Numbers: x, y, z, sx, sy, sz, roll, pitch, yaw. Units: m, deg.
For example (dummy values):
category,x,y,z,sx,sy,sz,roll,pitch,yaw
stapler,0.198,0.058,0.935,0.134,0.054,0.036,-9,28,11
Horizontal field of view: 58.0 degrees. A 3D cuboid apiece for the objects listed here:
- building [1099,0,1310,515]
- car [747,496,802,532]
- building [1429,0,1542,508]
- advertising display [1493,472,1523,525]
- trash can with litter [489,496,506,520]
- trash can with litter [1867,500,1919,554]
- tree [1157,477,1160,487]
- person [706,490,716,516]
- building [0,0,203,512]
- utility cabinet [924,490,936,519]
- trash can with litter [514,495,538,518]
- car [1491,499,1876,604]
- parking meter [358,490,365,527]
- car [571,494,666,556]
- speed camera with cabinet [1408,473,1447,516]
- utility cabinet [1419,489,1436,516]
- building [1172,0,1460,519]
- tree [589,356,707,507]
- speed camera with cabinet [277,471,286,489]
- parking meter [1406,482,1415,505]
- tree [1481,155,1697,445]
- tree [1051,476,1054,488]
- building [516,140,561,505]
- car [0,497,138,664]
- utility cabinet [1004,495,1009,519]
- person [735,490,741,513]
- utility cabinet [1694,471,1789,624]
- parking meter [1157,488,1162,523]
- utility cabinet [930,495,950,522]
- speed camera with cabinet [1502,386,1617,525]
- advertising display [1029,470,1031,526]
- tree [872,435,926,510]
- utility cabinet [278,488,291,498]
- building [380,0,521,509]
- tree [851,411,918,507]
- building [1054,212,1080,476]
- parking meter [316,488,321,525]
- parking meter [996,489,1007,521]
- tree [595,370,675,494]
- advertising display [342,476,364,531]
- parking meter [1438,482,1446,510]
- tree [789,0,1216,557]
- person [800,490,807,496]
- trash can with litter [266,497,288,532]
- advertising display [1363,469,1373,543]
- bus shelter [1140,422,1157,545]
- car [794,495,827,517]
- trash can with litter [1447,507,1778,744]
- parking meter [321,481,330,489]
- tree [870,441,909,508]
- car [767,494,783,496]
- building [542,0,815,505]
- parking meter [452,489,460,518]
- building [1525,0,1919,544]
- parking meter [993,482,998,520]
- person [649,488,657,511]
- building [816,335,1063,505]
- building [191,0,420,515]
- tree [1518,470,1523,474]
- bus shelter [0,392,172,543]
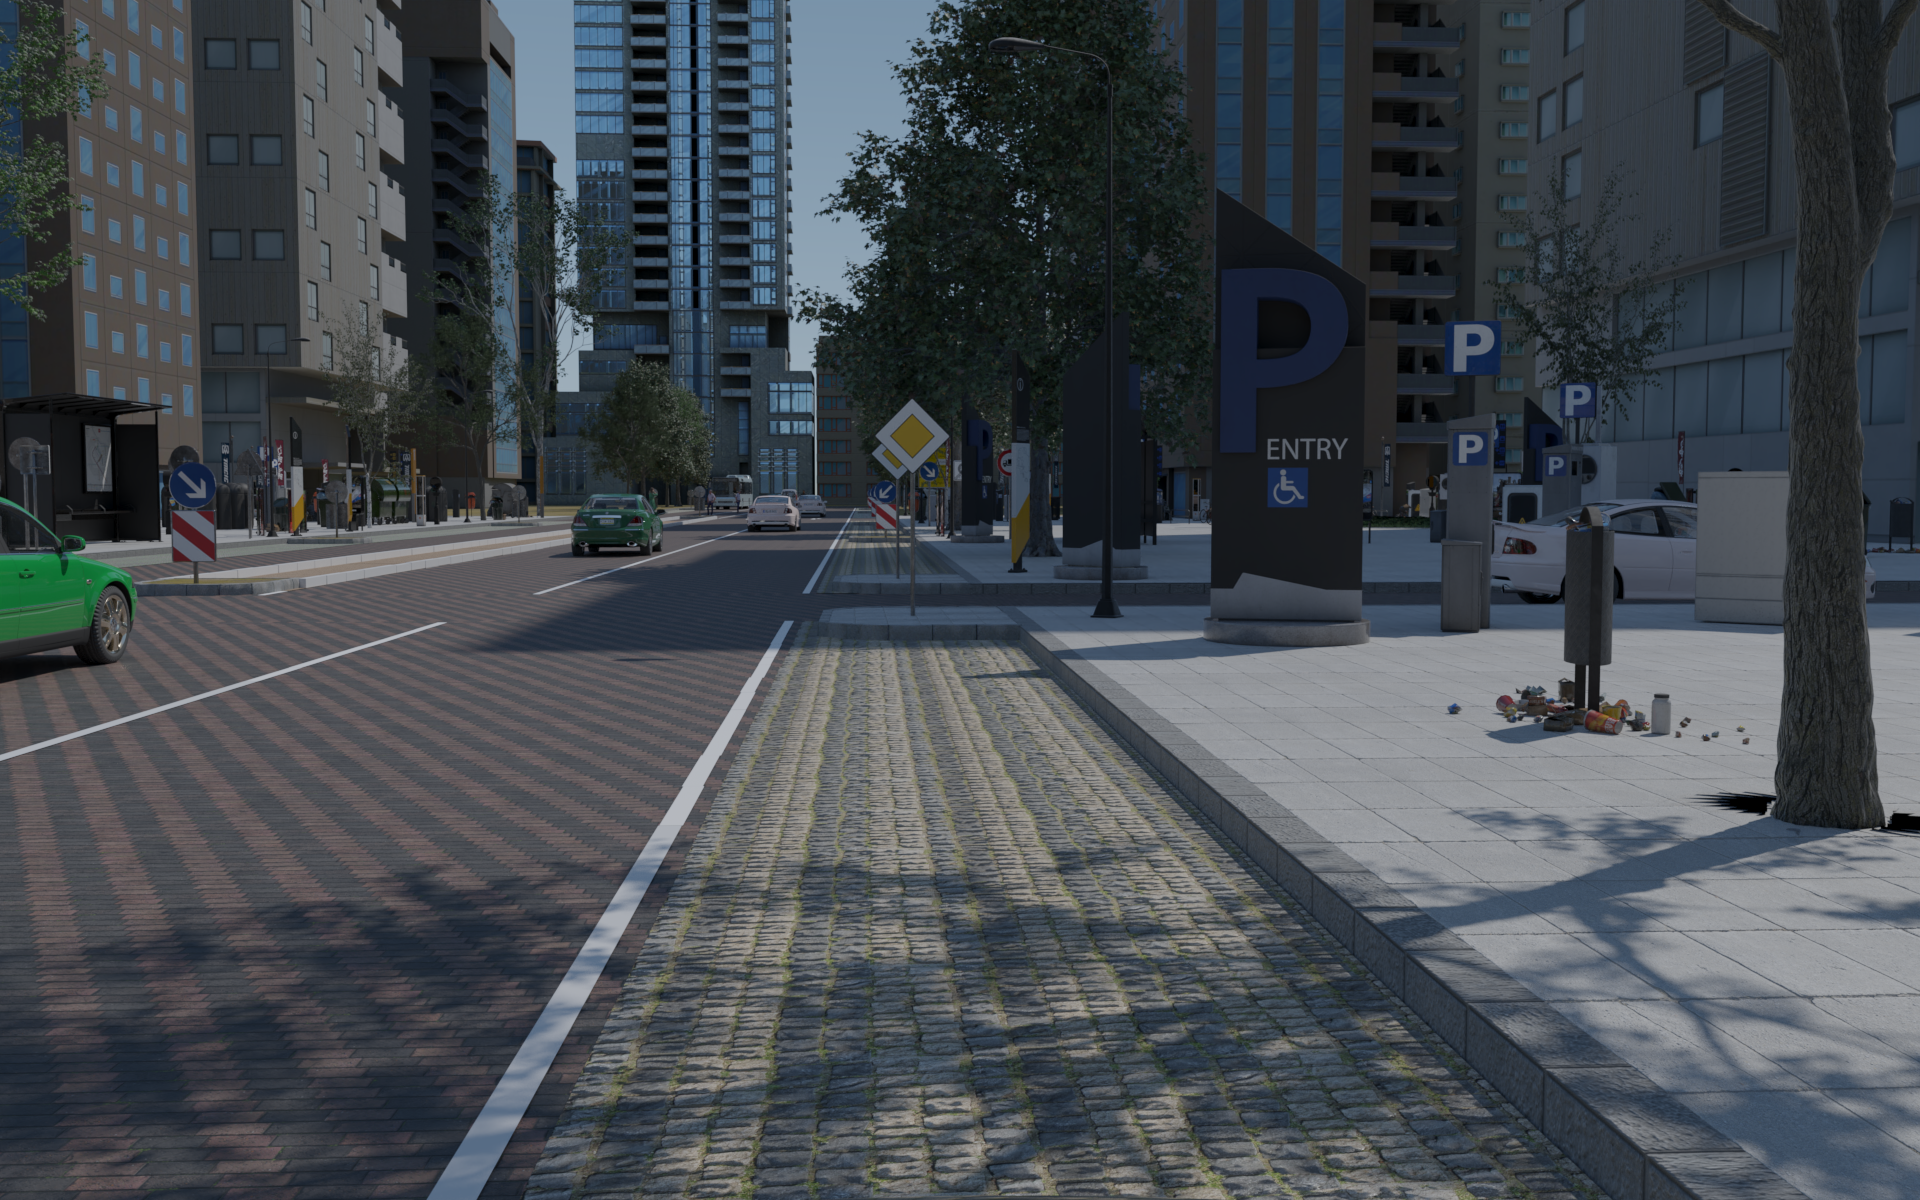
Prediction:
category,x,y,z,sx,sy,sz,roll,pitch,yaw
building,16.780,-29.306,129.264,14.600,45.320,14.200,0,4,-3
car,-7.184,-3.351,67.143,2.083,1.381,4.827,0,4,-2
building,52.990,-32.518,155.377,21.600,48.544,21.300,0,4,-3
advertising display,16.088,-2.808,51.120,0.974,1.923,0.123,2,4,28
trash can with litter,-22.747,-4.521,85.311,0.624,1.170,1.055,0,4,3
trash can with litter,20.429,-1.655,38.120,1.678,1.210,2.233,-2,4,-26
tree,8.114,-5.161,78.980,1.663,3.219,1.824,0,3,0
person,-16.595,-6.464,115.121,0.436,1.711,0.756,-3,5,-42
building,-45.286,-26.298,80.083,14.600,45.320,14.200,0,4,-3
utility cabinet,-1.666,-4.743,86.221,1.173,1.500,0.318,-3,5,-42
trash can with litter,-23.948,-5.117,94.720,1.678,1.210,2.233,0,4,0
car,8.860,-0.566,21.610,4.827,1.381,2.083,0,4,-2
parking meter,-23.608,-3.654,68.150,0.372,1.533,0.369,0,3,0
car,-8.198,-1.822,41.595,2.131,1.459,4.920,0,4,-5
speed camera with cabinet,20.932,-5.034,76.637,2.038,3.252,0.660,2,4,26
utility cabinet,18.926,-3.760,70.152,0.318,1.500,1.173,0,4,-2
building,17.941,-27.197,94.783,14.600,45.320,14.200,0,4,-3
tree,-26.314,-13.887,144.053,9.611,12.733,9.660,0,3,0
speed camera with cabinet,-26.924,-4.566,68.990,0.660,3.252,2.038,0,4,6
parking meter,25.944,-5.770,100.053,0.399,1.863,0.255,2,4,33
tree,13.796,-5.379,38.312,4.360,8.622,3.978,0,3,0
tree,4.516,-6.270,97.108,1.663,3.219,1.824,0,3,0
building,-63.210,-33.789,207.068,28.867,44.769,22.147,0,4,-3
car,-7.954,-0.269,13.196,1.959,1.807,4.718,0,4,-2
utility cabinet,2.755,-4.676,87.609,1.020,1.237,0.306,-1,4,-11
person,-16.578,-7.370,129.930,0.436,1.711,0.756,2,4,26
utility cabinet,7.892,-0.510,17.018,1.173,1.500,0.318,3,5,40
parking meter,8.686,-4.130,75.942,0.372,1.533,0.369,0,3,0
utility cabinet,-0.910,-4.254,80.716,1.020,1.237,0.306,1,4,11
speed camera with cabinet,11.101,-2.312,32.139,0.660,3.252,2.038,-3,4,-38
advertising display,1.886,-2.536,46.678,0.974,1.923,0.123,-3,4,-36
tree,-4.656,-11.529,138.857,4.360,8.622,3.978,0,3,0
utility cabinet,-35.716,-5.060,91.416,1.173,1.500,0.318,-2,4,-32
building,-47.770,-30.800,153.697,14.200,45.320,14.600,0,4,-3
tree,-6.376,-16.626,178.490,9.857,13.997,8.962,0,3,0
building,25.504,-38.233,214.347,27.495,52.752,28.713,0,4,-3
parking meter,-26.514,-3.884,71.920,0.372,1.533,0.369,0,3,0
parking meter,1.865,-4.488,81.785,0.372,1.533,0.369,0,3,0
tree,-25.378,-12.045,131.343,8.767,10.594,7.601,0,4,6
advertising display,-21.184,-3.381,60.486,0.974,1.923,0.123,2,4,31
parking meter,24.243,-4.977,87.087,0.255,1.863,0.399,-1,4,-18
tree,1.567,-7.232,35.245,9.611,12.733,9.660,0,3,0
person,-15.083,-9.695,167.044,1.348,1.821,0.705,1,4,23
trash can with litter,-23.022,-2.884,58.541,0.624,1.170,1.055,0,4,6
advertising display,10.222,-2.433,45.001,0.974,1.923,0.123,0,4,8
bus shelter,4.044,-3.175,45.831,2.014,3.302,5.546,0,4,-3
car,-9.320,-5.837,107.802,2.083,1.381,4.827,0,4,-3
trash can with litter,3.695,0.062,10.038,1.678,1.210,2.233,1,4,12
parking meter,-28.546,-4.417,77.928,0.399,1.863,0.255,-2,4,-28
tree,-5.116,-14.058,164.268,7.601,10.594,8.767,1,4,18
car,-14.871,-7.800,139.332,2.131,1.459,4.920,0,4,-3
building,-33.122,-54.672,206.562,31.000,86.520,22.319,0,4,-3
parking meter,-27.416,-5.248,94.215,0.372,1.533,0.369,0,3,0
building,35.879,-28.453,54.440,27.495,52.752,28.713,0,4,-3
parking meter,1.702,-4.913,86.030,0.255,1.863,0.399,1,4,20
person,-17.462,-5.466,98.113,0.529,1.795,0.600,-3,4,-36
building,-2.807,-22.494,212.812,28.899,21.520,27.650,0,4,-3
building,-52.275,-31.943,111.507,28.713,52.752,27.495,0,4,-3
tree,25.686,-5.044,77.075,1.663,3.219,1.824,0,3,0
bus shelter,-21.682,-3.172,43.152,1.731,3.624,6.357,0,4,-3
